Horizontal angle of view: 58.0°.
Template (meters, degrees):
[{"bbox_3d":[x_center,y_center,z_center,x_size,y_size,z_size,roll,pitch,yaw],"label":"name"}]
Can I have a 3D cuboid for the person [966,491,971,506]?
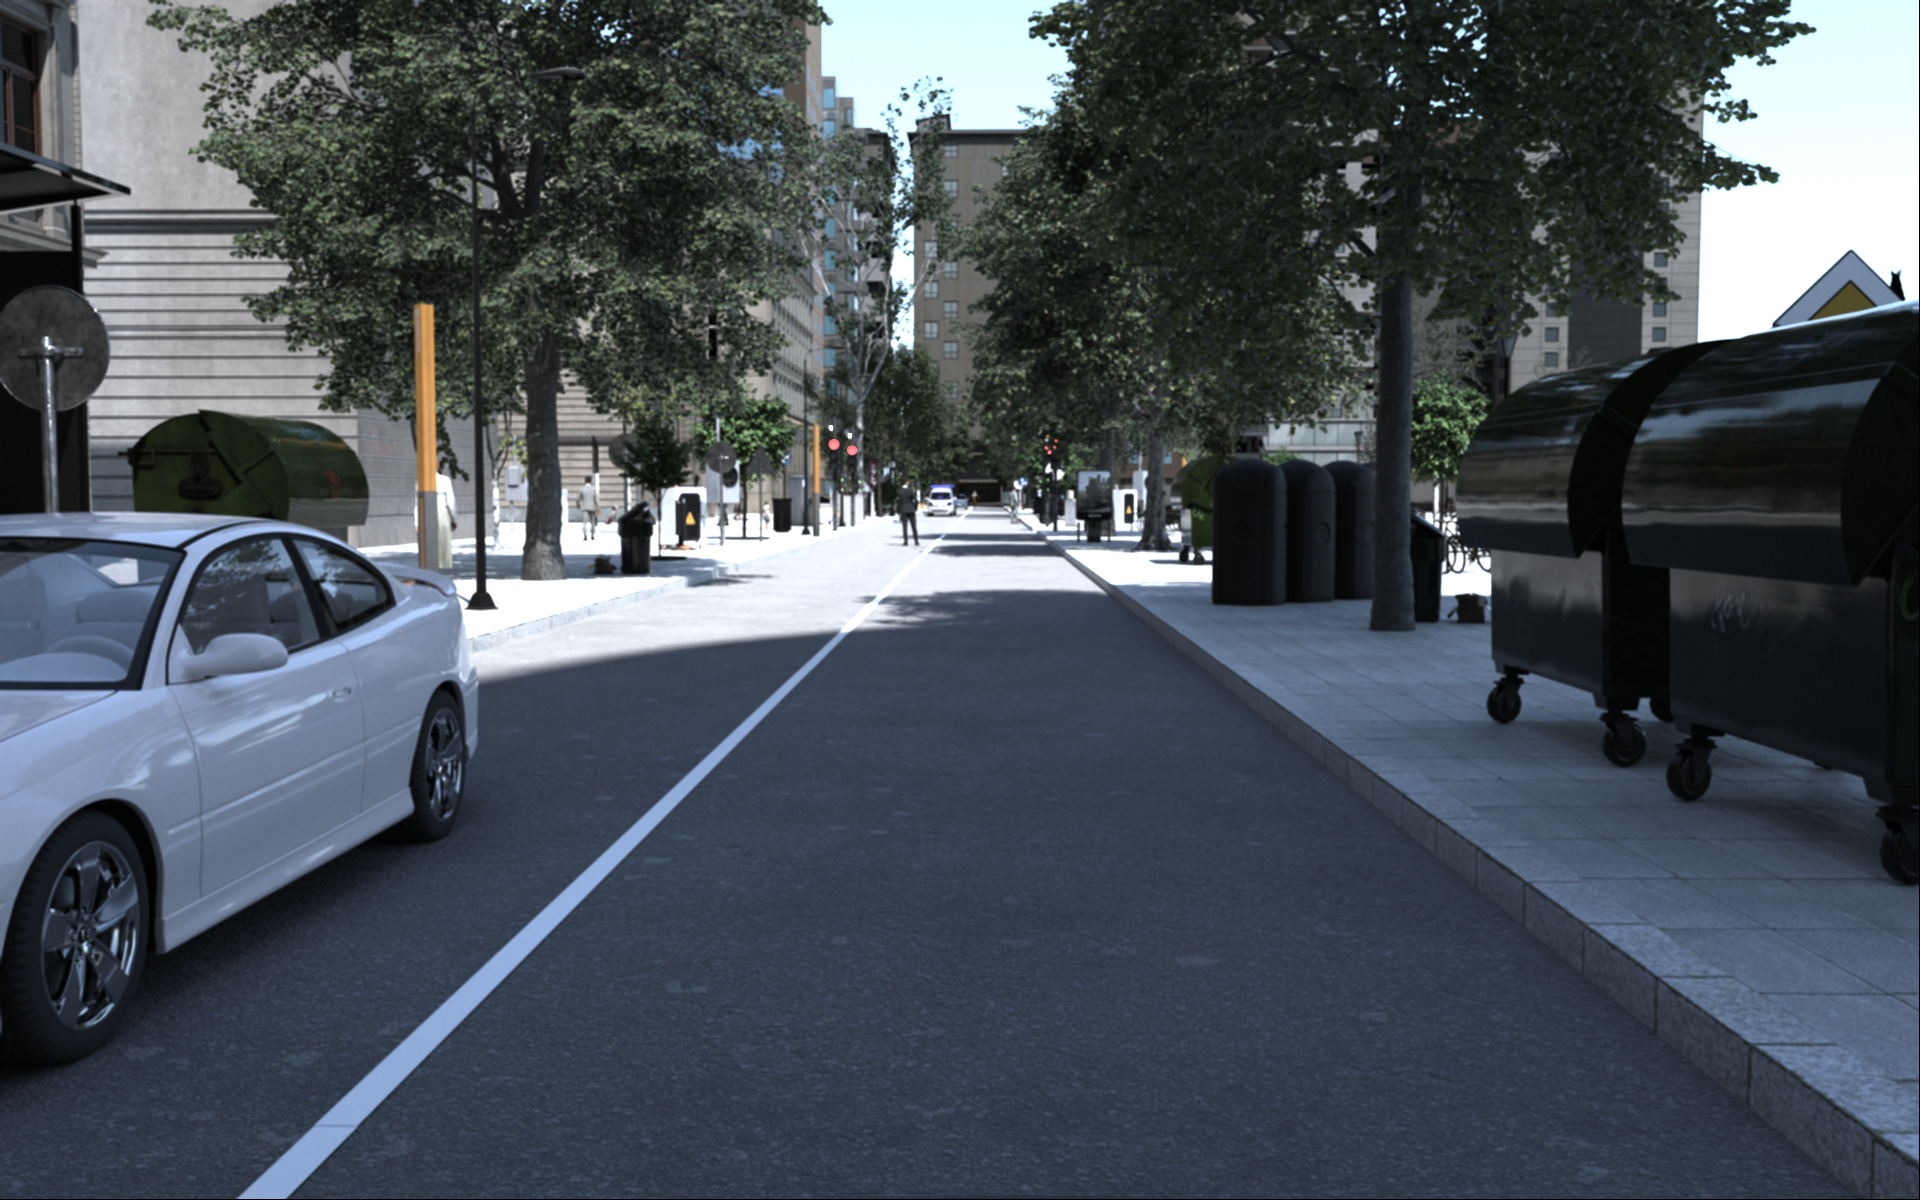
[{"bbox_3d":[1.035,-12.090,206.727,0.434,1.755,0.990,-2,4,-30],"label":"person"}]

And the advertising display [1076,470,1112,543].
[{"bbox_3d":[3.543,-2.485,45.836,0.974,1.923,0.123,-1,4,-13],"label":"advertising display"}]

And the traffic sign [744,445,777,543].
[{"bbox_3d":[-5.253,-2.792,45.658,0.884,2.594,0.081,0,4,7],"label":"traffic sign"}]

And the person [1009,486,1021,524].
[{"bbox_3d":[2.624,-4.608,83.933,0.391,1.810,0.635,-3,5,-43],"label":"person"}]

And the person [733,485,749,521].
[{"bbox_3d":[-10.526,-4.721,83.334,0.850,1.850,0.679,-2,4,-24],"label":"person"}]

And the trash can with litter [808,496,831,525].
[{"bbox_3d":[-6.029,-3.751,72.382,2.233,1.210,1.678,-2,4,-27],"label":"trash can with litter"}]

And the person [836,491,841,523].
[{"bbox_3d":[-5.210,-4.190,75.296,0.466,1.731,0.760,0,4,0],"label":"person"}]

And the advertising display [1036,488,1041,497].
[{"bbox_3d":[5.843,-7.359,125.526,0.123,1.923,0.974,3,5,39],"label":"advertising display"}]

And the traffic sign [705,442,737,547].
[{"bbox_3d":[-5.796,-2.564,42.030,0.768,2.556,0.104,0,4,2],"label":"traffic sign"}]

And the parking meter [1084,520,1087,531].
[{"bbox_3d":[4.456,-3.126,59.524,0.372,1.533,0.369,0,3,0],"label":"parking meter"}]

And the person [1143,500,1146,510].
[{"bbox_3d":[10.963,-5.851,102.256,0.362,1.759,0.519,-1,4,-14],"label":"person"}]

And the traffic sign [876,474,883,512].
[{"bbox_3d":[-5.225,-6.689,109.466,0.768,2.556,0.104,1,4,10],"label":"traffic sign"}]

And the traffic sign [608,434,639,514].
[{"bbox_3d":[-7.063,-2.233,36.621,0.768,2.556,0.104,0,4,6],"label":"traffic sign"}]

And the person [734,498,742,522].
[{"bbox_3d":[-10.367,-4.284,80.758,0.373,1.253,0.362,1,4,8],"label":"person"}]

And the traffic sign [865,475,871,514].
[{"bbox_3d":[-5.799,-6.870,112.423,0.768,2.556,0.104,0,4,2],"label":"traffic sign"}]

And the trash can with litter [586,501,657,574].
[{"bbox_3d":[-5.439,-1.004,27.806,1.055,1.170,0.624,-1,4,-23],"label":"trash can with litter"}]

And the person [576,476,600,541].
[{"bbox_3d":[-10.246,-2.533,47.725,0.678,1.792,0.850,0,4,-7],"label":"person"}]

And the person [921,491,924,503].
[{"bbox_3d":[-4.723,-12.997,219.060,0.721,1.766,1.217,-1,4,-21],"label":"person"}]

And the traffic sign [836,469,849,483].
[{"bbox_3d":[-6.087,-5.453,89.255,0.768,2.556,0.104,0,4,4],"label":"traffic sign"}]

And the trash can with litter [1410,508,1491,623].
[{"bbox_3d":[4.871,-0.372,17.472,1.055,1.170,0.624,1,4,17],"label":"trash can with litter"}]

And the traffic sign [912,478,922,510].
[{"bbox_3d":[-3.491,-8.605,140.799,0.768,2.556,0.104,0,4,5],"label":"traffic sign"}]

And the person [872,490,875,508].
[{"bbox_3d":[-8.134,-9.446,161.305,1.217,1.723,0.721,3,4,36],"label":"person"}]

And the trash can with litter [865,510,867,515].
[{"bbox_3d":[-6.036,-5.802,106.243,1.055,1.170,0.624,0,4,-5],"label":"trash can with litter"}]

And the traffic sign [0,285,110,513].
[{"bbox_3d":[-5.567,-0.642,10.607,0.768,2.556,0.104,0,4,6],"label":"traffic sign"}]

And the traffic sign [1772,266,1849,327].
[{"bbox_3d":[4.810,-0.590,9.384,0.795,2.593,0.064,0,4,5],"label":"traffic sign"}]

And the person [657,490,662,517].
[{"bbox_3d":[-11.781,-3.878,69.408,0.622,1.834,0.822,-2,4,-26],"label":"person"}]

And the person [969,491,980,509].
[{"bbox_3d":[1.400,-9.923,171.474,1.217,1.736,0.721,1,4,21],"label":"person"}]

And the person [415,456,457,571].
[{"bbox_3d":[-6.686,-0.962,22.005,0.478,1.798,0.641,0,4,3],"label":"person"}]

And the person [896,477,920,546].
[{"bbox_3d":[-1.452,-2.466,48.174,0.648,1.900,0.474,0,4,1],"label":"person"}]

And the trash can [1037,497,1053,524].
[{"bbox_3d":[3.664,-3.791,73.634,0.748,1.137,0.748,0,3,0],"label":"trash can"}]

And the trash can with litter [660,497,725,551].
[{"bbox_3d":[-6.388,-1.770,40.005,1.678,1.210,2.233,-1,4,-16],"label":"trash can with litter"}]

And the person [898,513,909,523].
[{"bbox_3d":[-2.689,-4.445,86.681,0.738,1.151,1.012,1,4,19],"label":"person"}]

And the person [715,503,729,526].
[{"bbox_3d":[-9.529,-3.829,69.051,0.661,1.777,0.834,3,5,43],"label":"person"}]

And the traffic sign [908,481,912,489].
[{"bbox_3d":[-4.162,-8.330,138.327,0.606,2.300,0.079,0,4,5],"label":"traffic sign"}]

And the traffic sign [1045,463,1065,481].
[{"bbox_3d":[3.666,-4.090,66.971,0.768,2.556,0.104,0,4,2],"label":"traffic sign"}]

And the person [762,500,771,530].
[{"bbox_3d":[-7.299,-3.136,64.784,0.382,1.210,0.505,-3,5,-44],"label":"person"}]

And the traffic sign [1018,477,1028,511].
[{"bbox_3d":[4.704,-7.892,129.135,0.768,2.556,0.104,0,4,2],"label":"traffic sign"}]

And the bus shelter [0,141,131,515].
[{"bbox_3d":[-7.268,-1.167,10.358,1.731,3.624,6.357,0,4,1],"label":"bus shelter"}]

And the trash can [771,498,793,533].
[{"bbox_3d":[-5.954,-2.833,57.971,0.748,1.137,0.748,0,3,0],"label":"trash can"}]

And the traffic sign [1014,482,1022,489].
[{"bbox_3d":[4.665,-8.385,139.227,0.606,2.300,0.079,1,4,8],"label":"traffic sign"}]

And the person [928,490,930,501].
[{"bbox_3d":[-3.755,-12.318,207.572,0.705,1.807,1.348,-1,4,-22],"label":"person"}]

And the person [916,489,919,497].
[{"bbox_3d":[-5.030,-11.876,200.243,0.705,1.821,1.348,1,4,16],"label":"person"}]
